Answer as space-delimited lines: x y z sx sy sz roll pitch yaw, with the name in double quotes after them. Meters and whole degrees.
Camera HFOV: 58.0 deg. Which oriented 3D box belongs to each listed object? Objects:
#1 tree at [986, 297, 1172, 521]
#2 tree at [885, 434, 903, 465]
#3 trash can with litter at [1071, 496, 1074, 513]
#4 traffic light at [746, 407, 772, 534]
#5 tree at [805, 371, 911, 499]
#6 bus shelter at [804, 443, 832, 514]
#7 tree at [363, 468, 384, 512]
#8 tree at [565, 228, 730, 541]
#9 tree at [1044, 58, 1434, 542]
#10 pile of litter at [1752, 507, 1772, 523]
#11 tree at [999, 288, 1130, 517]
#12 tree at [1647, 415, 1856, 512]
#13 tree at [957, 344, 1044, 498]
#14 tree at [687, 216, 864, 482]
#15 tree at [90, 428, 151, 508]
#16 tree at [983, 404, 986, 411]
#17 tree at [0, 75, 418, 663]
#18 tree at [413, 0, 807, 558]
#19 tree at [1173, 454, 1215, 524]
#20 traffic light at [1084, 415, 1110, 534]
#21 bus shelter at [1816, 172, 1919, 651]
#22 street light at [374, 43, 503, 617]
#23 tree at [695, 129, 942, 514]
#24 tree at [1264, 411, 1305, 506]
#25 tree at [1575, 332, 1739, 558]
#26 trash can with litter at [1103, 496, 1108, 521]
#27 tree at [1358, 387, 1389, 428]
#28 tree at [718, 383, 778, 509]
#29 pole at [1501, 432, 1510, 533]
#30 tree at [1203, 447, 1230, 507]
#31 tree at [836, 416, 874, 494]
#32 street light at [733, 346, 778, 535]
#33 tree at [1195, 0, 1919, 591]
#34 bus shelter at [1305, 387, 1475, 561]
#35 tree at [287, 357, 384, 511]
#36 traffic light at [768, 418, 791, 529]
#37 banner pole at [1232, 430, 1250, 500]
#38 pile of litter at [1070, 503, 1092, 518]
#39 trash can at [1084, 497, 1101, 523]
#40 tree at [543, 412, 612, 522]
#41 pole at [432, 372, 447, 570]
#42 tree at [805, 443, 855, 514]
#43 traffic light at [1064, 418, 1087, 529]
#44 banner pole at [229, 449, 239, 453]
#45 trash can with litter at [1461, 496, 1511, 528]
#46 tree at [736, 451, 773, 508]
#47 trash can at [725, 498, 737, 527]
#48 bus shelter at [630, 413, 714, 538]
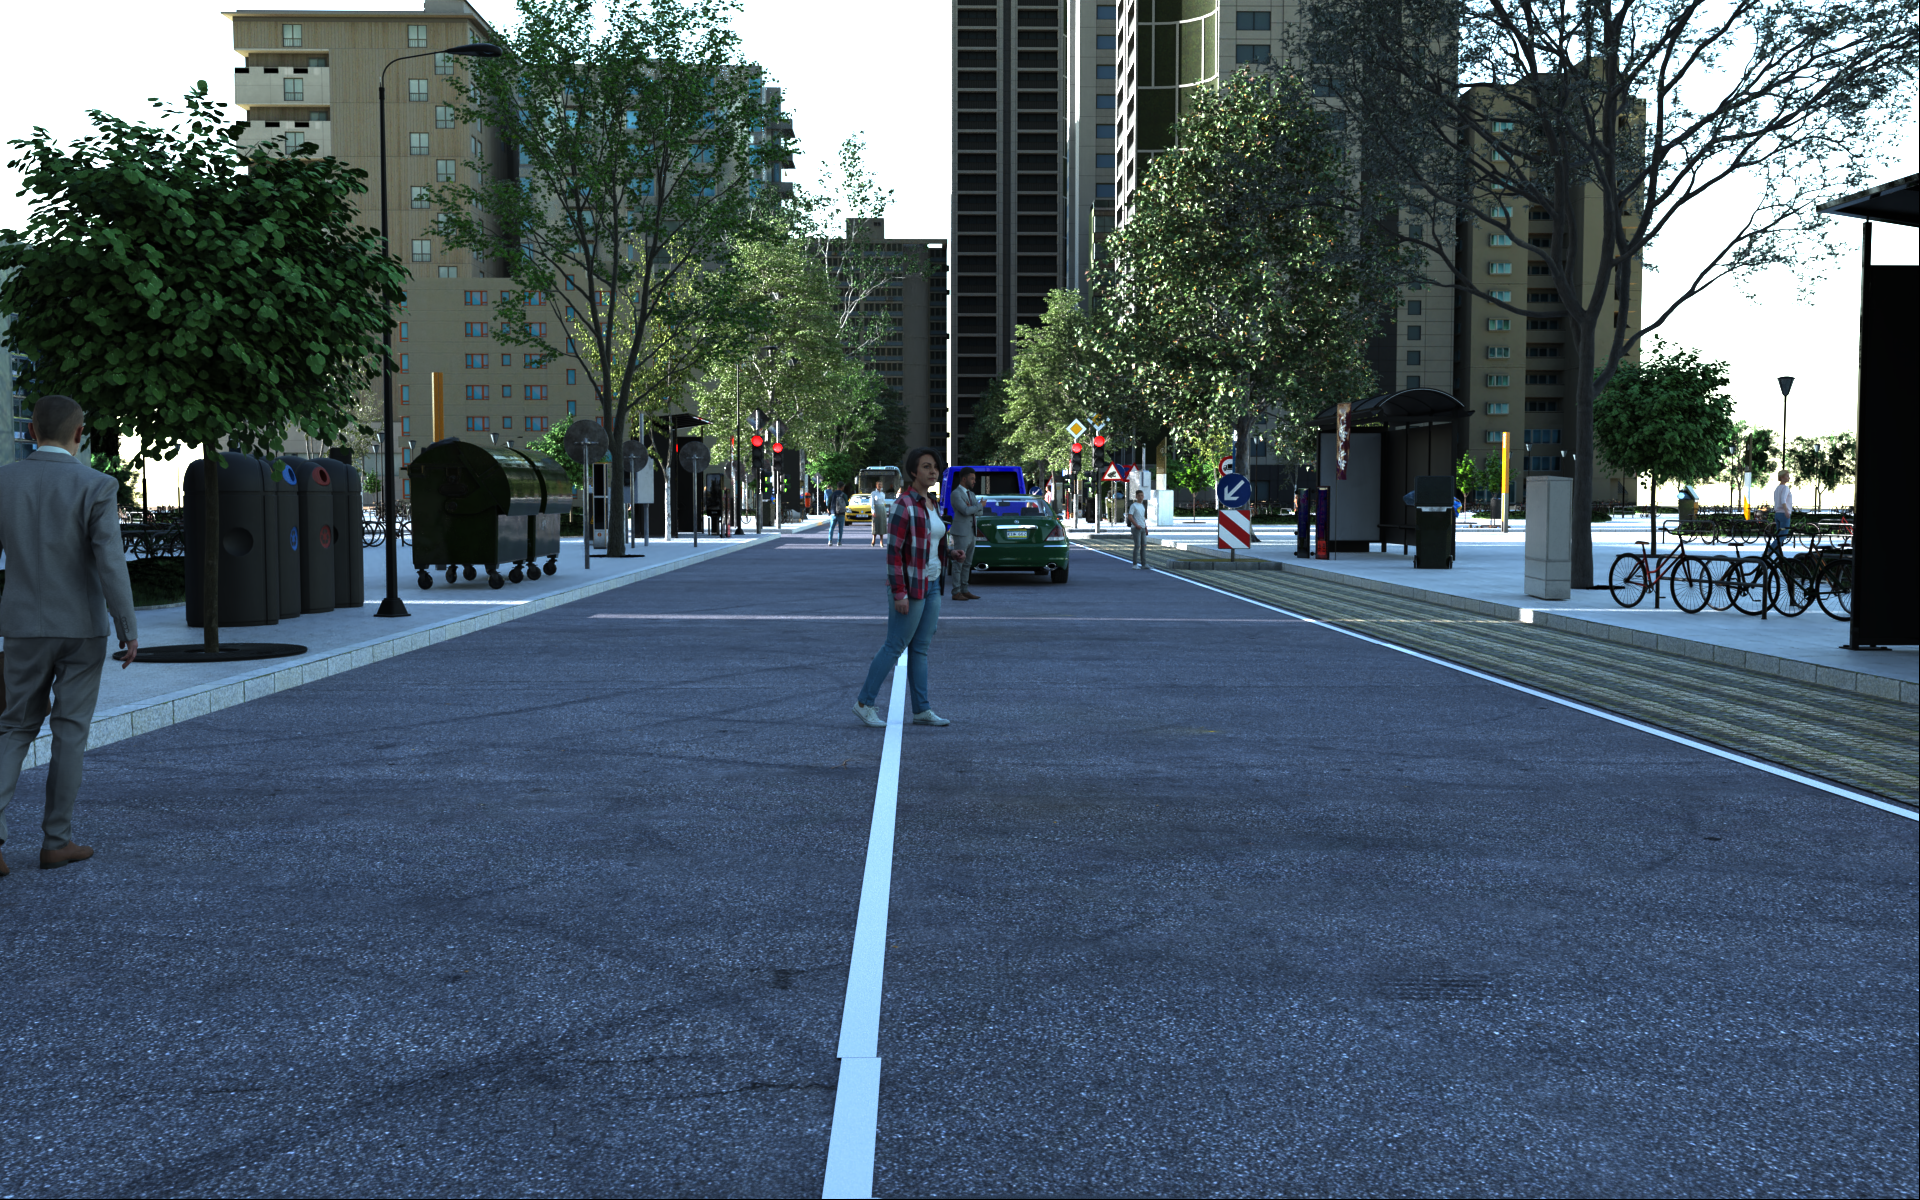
6.706 -8.986 81.341 8.767 10.594 7.601 1 4 20 "tree"
-10.579 -16.945 211.462 8.767 10.594 7.601 1 4 21 "tree"
7.271 -6.183 112.486 0.624 1.170 1.055 -2 4 -26 "trash can with litter"
-6.498 -4.099 55.936 0.839 4.253 0.868 0 4 -1 "traffic light"
-10.581 -16.069 169.390 9.857 13.997 8.962 0 3 0 "tree"
-9.799 -8.562 117.619 2.179 5.291 8.768 0 4 -1 "bus shelter"
-42.496 -7.979 125.061 1.663 3.219 1.824 0 3 0 "tree"
-8.249 -5.930 47.314 4.737 8.622 4.395 0 3 0 "tree"
7.545 -7.889 45.997 9.611 12.733 9.660 0 3 0 "tree"
26.036 -2.595 56.394 1.176 0.858 1.719 -2 4 -30 "pile of litter"
5.983 -10.876 95.952 7.486 12.596 7.792 0 3 0 "tree"
58.068 -9.715 121.747 20.602 7.101 11.467 2 4 31 "tree"
6.210 -12.998 129.527 9.611 12.733 9.660 0 3 0 "tree"
-7.618 -9.375 71.411 7.486 12.596 7.792 0 3 0 "tree"
-64.442 -13.516 122.801 13.155 14.587 18.604 -2 4 -34 "tree"
5.949 -10.646 108.478 8.767 10.594 7.601 -1 4 -17 "tree"
-5.967 -1.831 13.645 4.285 4.588 4.351 0 3 0 "tree"
-6.937 -6.664 34.705 9.928 11.665 9.643 0 3 0 "tree"
10.385 -4.965 75.784 1.663 3.219 1.824 0 3 0 "tree"
4.460 -4.115 56.197 0.839 4.253 0.868 0 4 -1 "traffic light"
7.892 -1.216 11.164 1.731 3.624 6.357 0 4 -1 "bus shelter"
-5.416 -2.781 18.004 1.470 5.913 1.316 0 4 -1 "street light"
-7.684 -14.369 90.822 12.611 20.169 13.585 0 3 0 "tree"
26.143 -11.354 135.997 4.360 8.622 3.978 0 3 0 "tree"
14.248 -3.157 35.330 4.285 4.588 4.351 0 3 0 "tree"
7.221 -4.427 83.445 1.678 1.210 2.233 -1 4 -22 "trash can with litter"
22.102 -9.028 97.965 4.737 8.622 4.395 0 3 0 "tree"
-13.233 -9.615 107.574 4.360 8.622 3.978 0 3 0 "tree"
17.984 -3.869 57.102 0.158 3.312 0.155 0 3 0 "pole"
18.137 -8.251 118.613 4.285 4.588 4.351 0 3 0 "tree"
-9.721 -12.616 156.636 4.737 8.622 4.395 0 3 0 "tree"
-6.421 -5.011 54.466 1.470 5.913 1.316 0 4 -1 "street light"
8.555 -6.904 23.247 12.009 13.543 11.850 0 3 0 "tree"
8.703 -2.553 35.668 2.014 3.302 5.546 0 4 -1 "bus shelter"
-18.484 -6.053 49.321 4.360 8.622 3.978 0 3 0 "tree"
-6.678 -4.587 63.919 0.839 4.253 0.868 0 4 -1 "traffic light"
9.198 -4.057 56.344 0.863 3.779 0.401 3 5 41 "banner pole"
6.405 -4.833 92.987 1.719 0.858 1.176 0 4 -4 "pile of litter"
5.855 -3.966 76.498 0.748 1.137 0.748 0 3 0 "trash can"
-15.369 -5.199 68.710 4.285 4.588 4.351 0 3 0 "tree"
-8.758 -2.158 29.120 0.158 3.312 0.155 0 3 0 "pole"
-8.411 -7.802 111.273 4.285 4.588 4.351 0 3 0 "tree"
4.281 -4.603 64.181 0.839 4.253 0.868 0 4 -1 "traffic light"
-27.055 -4.590 65.063 0.863 3.779 0.401 0 4 2 "banner pole"
19.864 -3.320 65.345 2.233 1.210 1.678 0 4 -7 "trash can with litter"
-13.959 -8.190 117.627 4.285 4.588 4.351 0 3 0 "tree"
-8.995 -3.474 68.459 0.748 1.137 0.748 0 3 0 "trash can"
-8.779 -3.794 53.310 1.731 3.624 6.357 0 4 -1 "bus shelter"
